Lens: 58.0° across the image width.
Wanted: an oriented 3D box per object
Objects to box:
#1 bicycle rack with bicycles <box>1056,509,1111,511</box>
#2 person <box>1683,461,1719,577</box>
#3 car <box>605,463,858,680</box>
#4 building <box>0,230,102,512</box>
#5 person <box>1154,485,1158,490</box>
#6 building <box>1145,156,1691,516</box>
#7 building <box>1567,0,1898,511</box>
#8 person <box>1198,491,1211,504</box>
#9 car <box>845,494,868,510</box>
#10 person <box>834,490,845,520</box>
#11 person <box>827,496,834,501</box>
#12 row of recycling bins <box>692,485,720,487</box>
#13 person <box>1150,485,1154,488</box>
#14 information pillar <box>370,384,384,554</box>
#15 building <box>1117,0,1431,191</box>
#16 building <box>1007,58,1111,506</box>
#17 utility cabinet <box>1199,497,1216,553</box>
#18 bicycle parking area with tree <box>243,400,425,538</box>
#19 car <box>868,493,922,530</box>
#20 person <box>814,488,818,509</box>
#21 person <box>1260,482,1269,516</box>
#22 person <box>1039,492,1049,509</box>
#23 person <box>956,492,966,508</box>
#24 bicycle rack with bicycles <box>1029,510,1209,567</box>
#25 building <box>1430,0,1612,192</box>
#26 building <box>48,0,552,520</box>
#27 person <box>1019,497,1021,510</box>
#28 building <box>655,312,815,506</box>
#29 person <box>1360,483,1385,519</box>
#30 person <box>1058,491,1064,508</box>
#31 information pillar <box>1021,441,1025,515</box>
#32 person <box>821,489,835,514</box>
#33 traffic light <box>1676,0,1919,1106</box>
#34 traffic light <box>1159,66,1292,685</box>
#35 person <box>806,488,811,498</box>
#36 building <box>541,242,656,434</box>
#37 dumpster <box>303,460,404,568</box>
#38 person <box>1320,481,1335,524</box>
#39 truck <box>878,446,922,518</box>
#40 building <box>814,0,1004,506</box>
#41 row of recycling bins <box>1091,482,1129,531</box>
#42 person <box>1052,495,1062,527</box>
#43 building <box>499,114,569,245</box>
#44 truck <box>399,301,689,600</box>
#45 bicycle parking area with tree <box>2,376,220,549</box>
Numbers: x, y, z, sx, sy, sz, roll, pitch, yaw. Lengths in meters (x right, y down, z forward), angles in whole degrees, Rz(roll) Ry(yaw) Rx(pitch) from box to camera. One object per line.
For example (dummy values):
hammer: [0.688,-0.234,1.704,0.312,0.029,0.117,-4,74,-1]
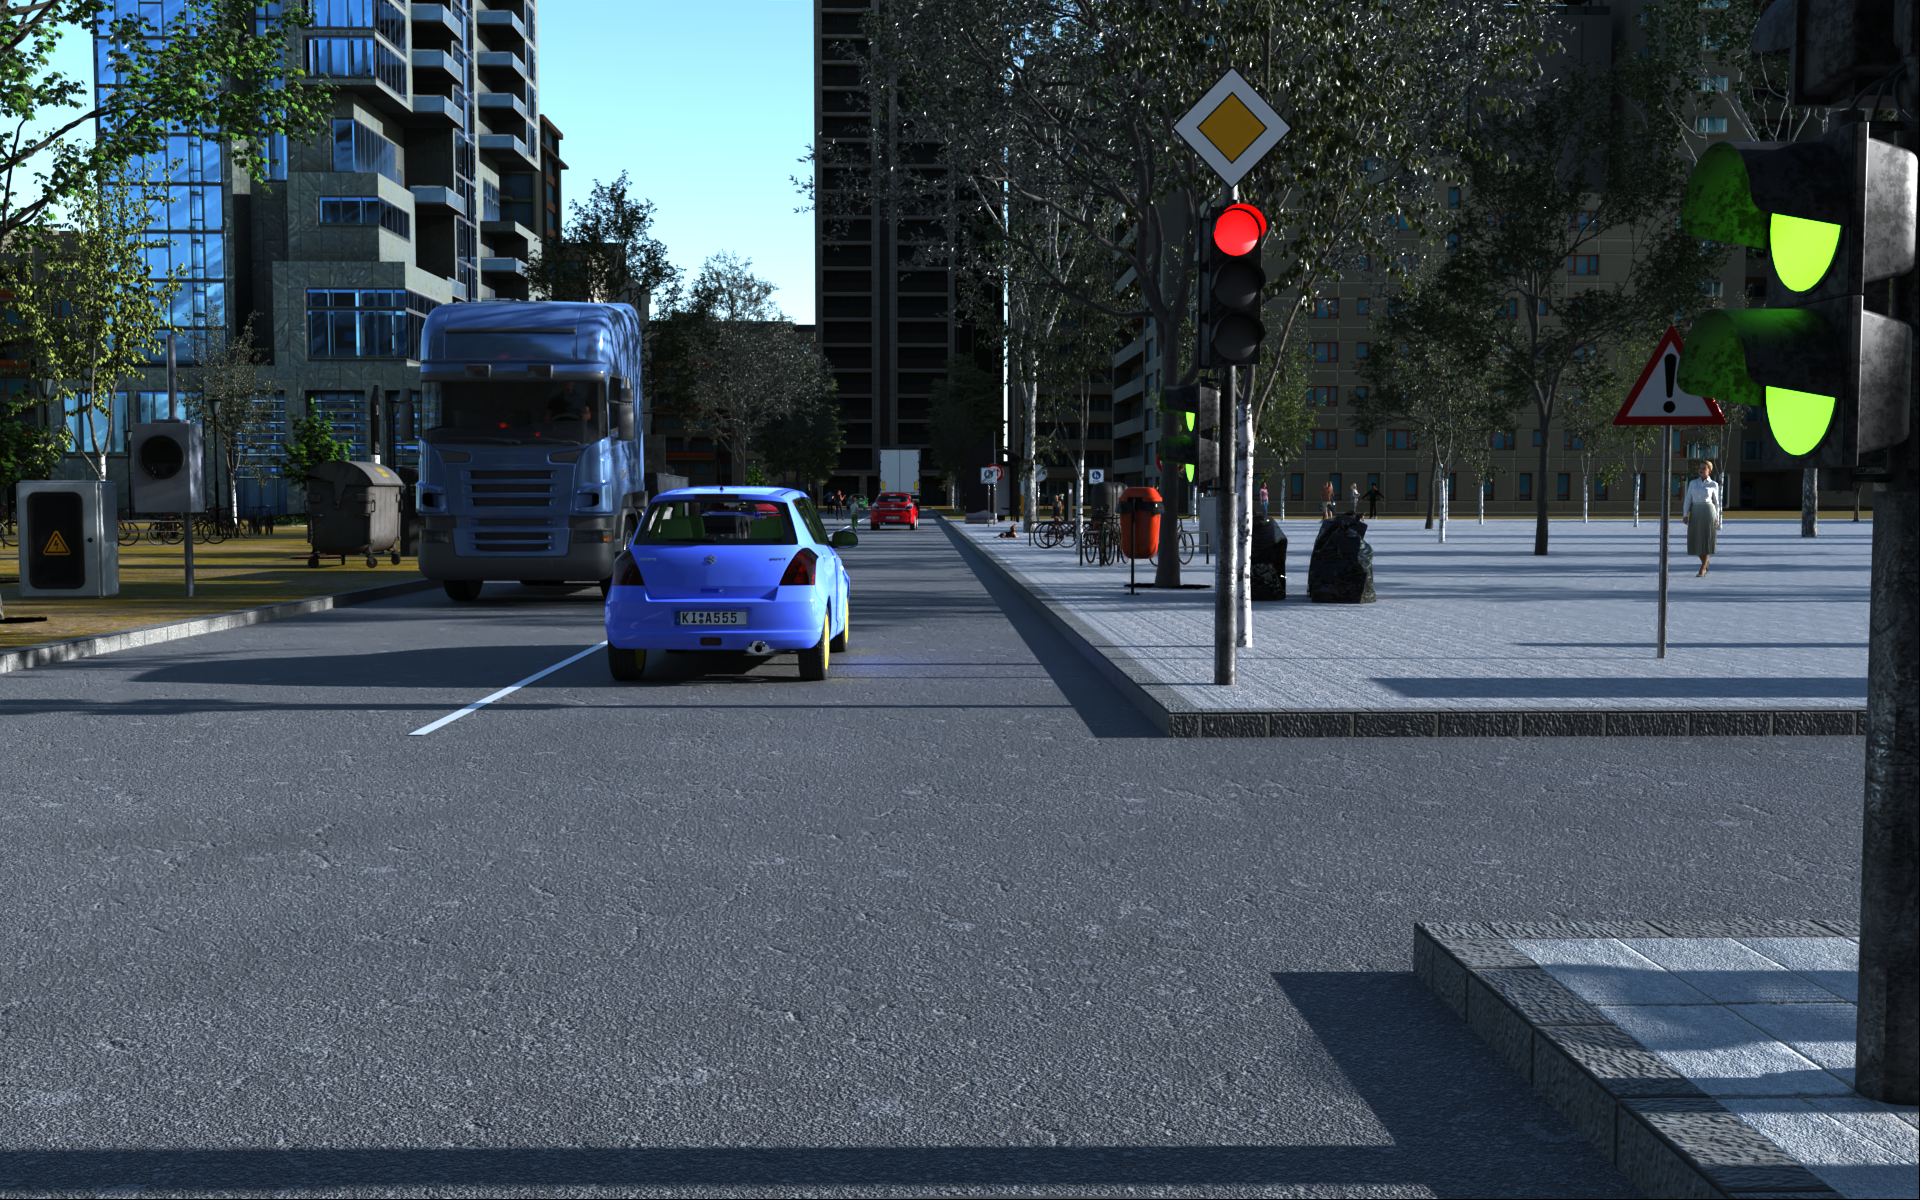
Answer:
bicycle rack with bicycles: [2.944,-1.739,41.820,2.925,0.926,2.852,-1,4,-11]
person: [11.552,-1.263,26.919,0.641,1.798,0.478,-3,5,-45]
car: [-1.850,-0.307,14.611,1.945,1.707,3.694,0,4,0]
building: [-69.721,-17.618,133.101,28.899,21.520,27.650,0,4,-1]
person: [10.714,-5.361,94.136,0.568,1.767,0.683,0,4,6]
building: [27.898,-16.435,113.749,27.650,21.520,28.899,0,4,-1]
building: [62.696,-31.514,138.950,21.600,48.544,21.300,0,4,-1]
person: [11.995,-4.812,85.124,0.661,1.777,0.834,0,4,-4]
car: [-9.552,-9.131,161.088,2.131,1.459,4.920,0,4,1]
person: [-6.553,-5.174,94.558,0.593,1.643,0.415,-1,4,-14]
person: [-12.353,-9.424,165.773,0.799,1.438,0.628,1,4,18]
row of recycling bins: [-11.264,-4.294,77.313,1.069,1.692,3.534,-2,4,-26]
person: [9.252,-4.681,83.320,0.466,1.731,0.760,-1,4,-10]
information pillar: [-12.409,-2.779,36.796,0.183,3.616,0.504,0,4,-7]
building: [24.054,-31.460,138.079,21.300,48.544,21.600,0,4,-1]
building: [16.092,-34.966,195.389,21.600,48.544,21.300,0,4,-1]
utility cabinet: [5.675,-1.606,37.412,1.020,1.237,0.306,3,5,39]
bicycle parking area with tree: [-19.923,-4.034,52.959,8.231,4.147,9.016,0,4,4]
car: [-2.634,-3.711,69.712,2.155,1.783,4.494,0,4,0]
person: [-12.415,-8.763,149.337,0.705,1.821,1.348,-1,4,-11]
person: [13.540,-4.346,77.108,0.388,1.821,0.555,3,4,36]
person: [6.978,-8.256,144.212,0.799,1.438,0.628,-3,5,-40]
person: [0.067,-9.281,157.743,1.348,1.831,0.705,2,4,34]
bicycle rack with bicycles: [3.163,-1.094,31.271,2.852,0.926,2.925,2,4,28]
building: [43.751,-28.075,142.627,14.086,41.232,14.154,0,4,-1]
building: [-36.492,-48.165,100.166,22.319,86.520,31.000,0,4,-1]
person: [5.066,-8.227,141.352,0.445,1.727,0.742,0,4,3]
building: [-30.261,-21.605,198.275,28.899,21.520,27.650,0,4,-1]
person: [21.315,-5.116,89.316,1.348,1.869,0.705,2,4,33]
person: [9.712,-9.609,166.396,1.217,1.735,0.721,-2,4,-34]
information pillar: [2.594,-4.617,66.841,0.504,3.616,0.183,1,4,21]
person: [-9.301,-7.052,123.778,1.348,1.826,0.705,-2,4,-25]
traffic light: [1.977,-0.897,3.589,0.839,4.253,0.868,0,4,-1]
traffic light: [1.772,-1.385,11.572,0.839,4.253,0.868,0,4,-1]
person: [-12.897,-8.625,147.006,0.705,1.831,1.348,-1,4,-21]
building: [-40.486,-17.682,134.133,28.899,21.520,27.650,0,4,-1]
dumpster: [-10.693,-1.517,30.558,1.264,1.857,1.865,0,4,-2]
person: [15.890,-4.207,74.797,0.573,1.828,0.580,2,4,31]
truck: [-3.693,-7.197,106.580,2.839,4.237,11.283,0,4,-2]
building: [-5.386,-46.127,192.436,20.611,71.187,20.563,0,4,-1]
row of recycling bins: [5.259,-3.221,59.775,1.069,1.692,3.534,1,4,16]
person: [3.821,-3.522,68.302,0.362,1.253,0.373,1,4,12]
building: [-59.427,-32.959,193.504,28.867,44.769,22.147,0,4,-1]
truck: [-5.761,-2.479,30.290,2.967,4.110,18.799,0,4,-1]
bicycle parking area with tree: [-23.902,-3.482,43.931,9.016,4.147,8.231,-2,4,-33]
